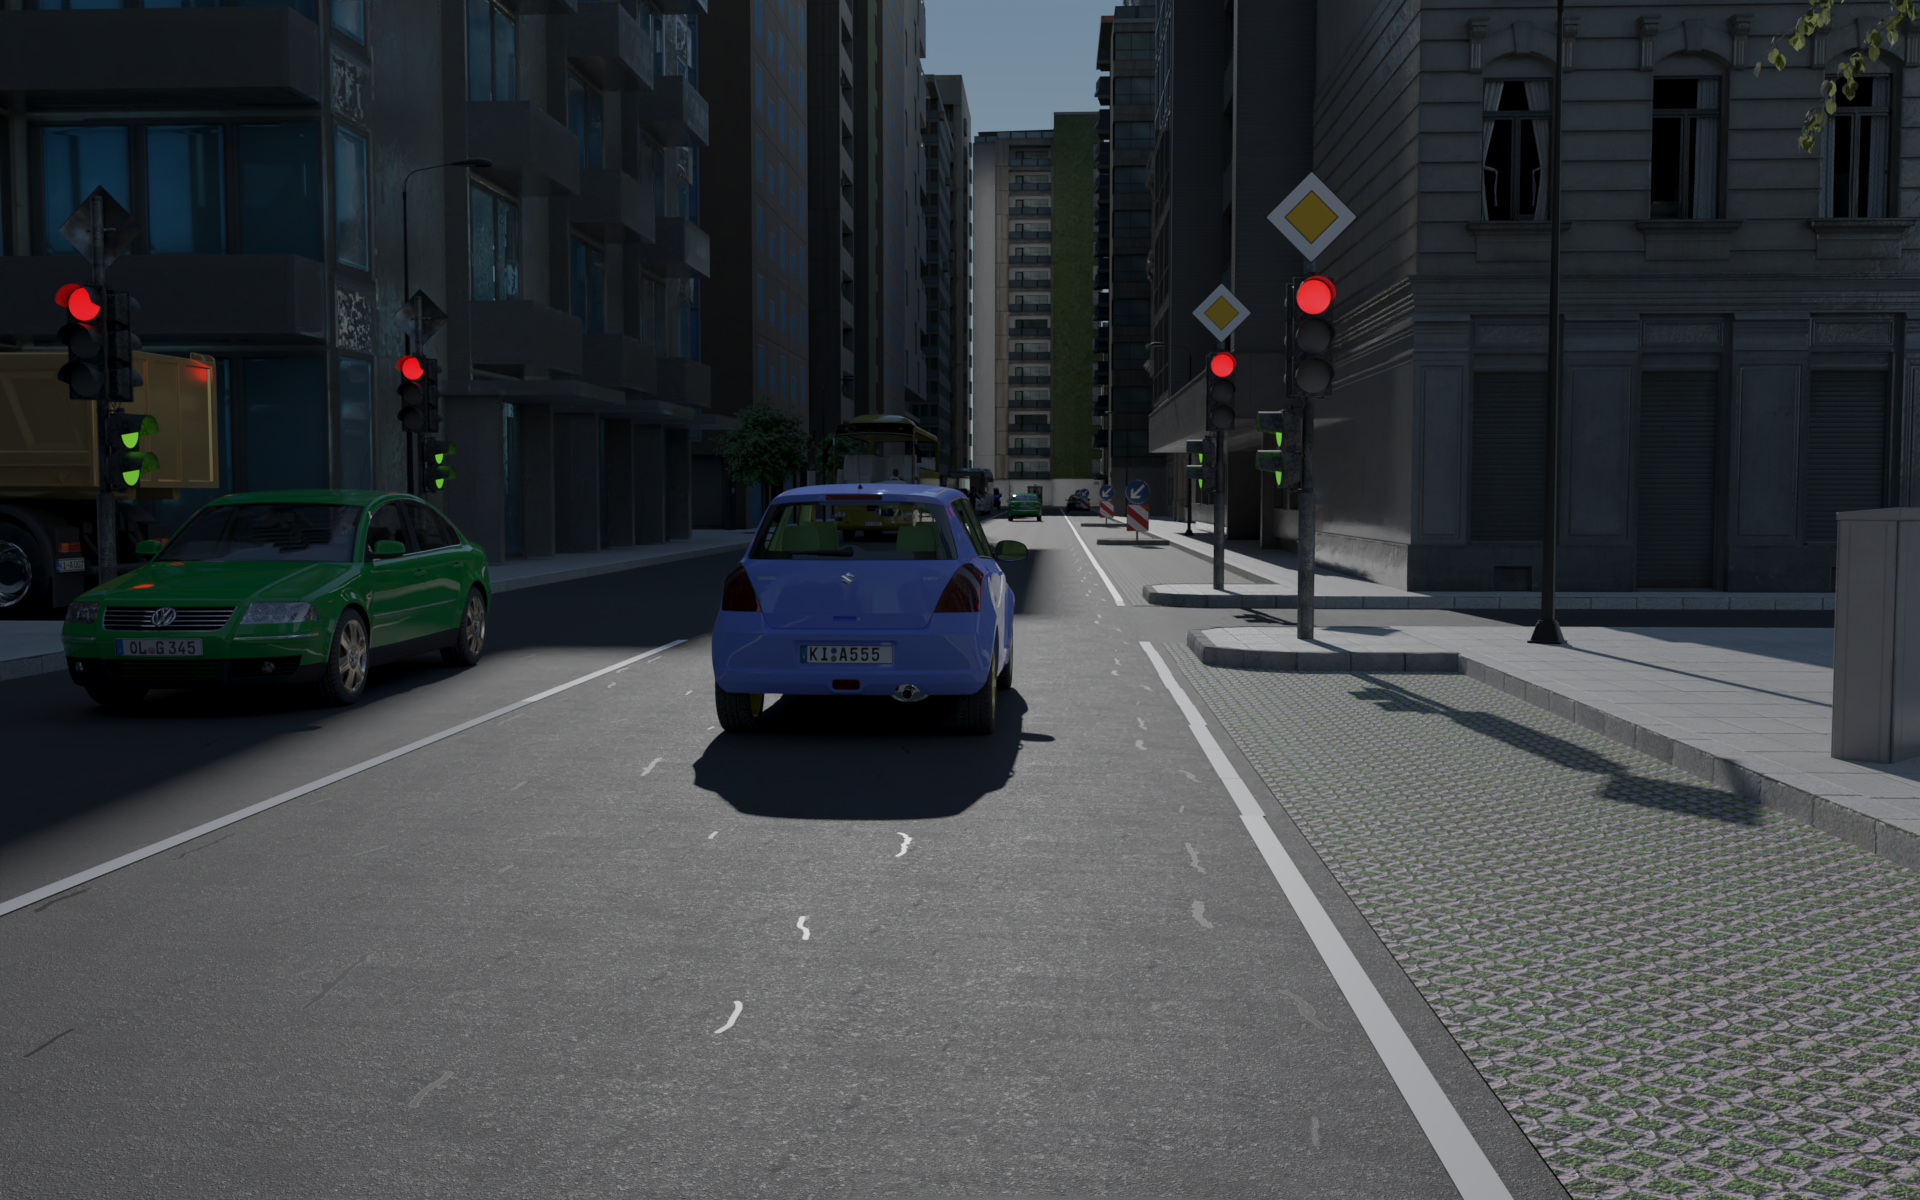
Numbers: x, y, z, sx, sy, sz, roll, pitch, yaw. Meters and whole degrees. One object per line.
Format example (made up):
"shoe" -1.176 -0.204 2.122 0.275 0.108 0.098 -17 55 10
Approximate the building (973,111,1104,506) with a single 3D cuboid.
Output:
"building" 8.444 -30.902 188.849 14.086 41.232 14.154 0 4 3

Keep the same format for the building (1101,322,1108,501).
"building" 30.524 -21.407 195.050 28.899 21.520 27.650 0 4 3

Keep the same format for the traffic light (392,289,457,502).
"traffic light" -7.381 -2.132 23.774 0.839 4.253 0.868 0 4 3

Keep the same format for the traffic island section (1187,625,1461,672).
"traffic island section" 3.084 0.423 15.357 2.009 0.180 2.903 0 4 3

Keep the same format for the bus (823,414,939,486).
"bus" -2.298 -4.004 57.009 2.896 3.916 12.252 0 4 3

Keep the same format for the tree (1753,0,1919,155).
"tree" 4.744 -3.471 7.106 4.360 8.622 3.978 0 3 0

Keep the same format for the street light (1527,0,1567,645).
"street light" 4.527 -2.585 14.799 1.470 5.913 1.316 0 4 3

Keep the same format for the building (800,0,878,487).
"building" -11.994 -19.504 90.592 14.160 30.474 14.107 0 4 3

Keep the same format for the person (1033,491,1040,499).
"person" 6.705 -8.960 155.710 1.217 1.736 0.721 2 4 27

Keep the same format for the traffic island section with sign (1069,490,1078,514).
"traffic island section with sign" 8.878 -7.117 124.982 1.989 1.847 2.006 0 4 3

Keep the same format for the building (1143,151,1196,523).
"building" 15.867 -15.963 80.087 14.460 24.649 34.723 0 4 3

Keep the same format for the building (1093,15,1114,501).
"building" 23.447 -30.817 158.481 22.147 44.769 28.867 0 4 3

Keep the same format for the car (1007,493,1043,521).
"car" 3.458 -5.104 92.251 1.959 1.807 4.718 0 4 2

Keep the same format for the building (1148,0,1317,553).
"building" 13.219 -13.993 47.851 14.314 24.678 30.058 0 4 3

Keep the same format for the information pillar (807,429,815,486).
"information pillar" -5.312 -4.319 61.974 0.183 3.616 0.504 1 4 23

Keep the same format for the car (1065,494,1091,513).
"car" 9.158 -7.616 134.311 2.009 1.686 4.222 0 4 2

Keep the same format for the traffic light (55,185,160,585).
"traffic light" -7.802 -1.644 15.800 0.839 4.253 0.868 0 4 3

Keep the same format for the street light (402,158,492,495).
"street light" -7.157 -3.155 24.118 1.470 5.913 1.316 0 4 3

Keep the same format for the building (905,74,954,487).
"building" -12.805 -28.586 159.262 23.993 40.220 32.217 0 4 3

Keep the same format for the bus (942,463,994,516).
"bus" 0.717 -7.567 118.581 2.948 3.499 13.247 0 4 4

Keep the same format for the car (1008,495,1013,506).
"car" 4.633 -7.372 132.893 2.083 1.381 4.827 0 4 2

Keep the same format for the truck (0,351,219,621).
"truck" -14.015 -1.499 20.433 9.791 3.379 3.469 0 4 5

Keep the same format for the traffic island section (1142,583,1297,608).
"traffic island section" 3.505 -0.064 23.332 2.009 0.180 2.903 0 4 3

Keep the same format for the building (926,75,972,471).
"building" -9.739 -34.835 193.255 21.600 48.544 21.300 0 4 3

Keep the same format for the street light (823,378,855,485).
"street light" -4.900 -5.916 69.271 1.470 5.913 1.316 0 4 3

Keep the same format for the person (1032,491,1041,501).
"person" 6.803 -8.816 153.446 0.742 1.727 0.445 -1 4 -22

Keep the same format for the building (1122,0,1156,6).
"building" 23.371 -31.125 128.502 23.786 49.044 30.456 0 4 3

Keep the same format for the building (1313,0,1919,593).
"building" 15.025 -10.836 26.322 18.267 20.994 9.793 0 4 3

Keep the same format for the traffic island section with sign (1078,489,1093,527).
"traffic island section with sign" 6.286 -4.109 75.804 1.989 1.847 2.006 0 4 3

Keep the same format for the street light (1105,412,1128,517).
"street light" 8.858 -7.646 97.554 1.470 5.913 1.316 0 4 3

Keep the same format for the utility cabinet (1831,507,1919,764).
"utility cabinet" 4.687 0.154 8.638 1.020 1.237 0.306 -3 5 -44

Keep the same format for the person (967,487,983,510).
"person" 0.763 -5.698 101.299 1.348 1.869 0.705 -3 4 -36

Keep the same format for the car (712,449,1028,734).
"car" -0.523 -0.129 11.695 1.945 1.707 3.694 0 4 4

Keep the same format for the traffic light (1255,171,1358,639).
"traffic light" 3.045 -1.610 15.246 0.839 4.253 0.868 0 4 3

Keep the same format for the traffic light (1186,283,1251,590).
"traffic light" 3.466 -2.098 23.220 0.839 4.253 0.868 0 4 3

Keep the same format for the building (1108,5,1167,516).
"building" 16.166 -20.471 106.398 14.160 30.474 14.107 0 4 3

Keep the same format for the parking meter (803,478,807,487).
"parking meter" -5.563 -3.557 63.866 0.399 1.863 0.255 -1 4 -15

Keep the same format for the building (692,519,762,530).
"building" -13.894 -25.565 68.096 14.600 45.320 14.200 0 4 3

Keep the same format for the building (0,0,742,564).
"building" -18.218 -25.583 37.896 23.786 49.044 30.456 0 4 3

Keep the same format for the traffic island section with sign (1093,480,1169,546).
"traffic island section with sign" 4.860 -2.460 48.841 1.989 1.847 2.006 0 4 3

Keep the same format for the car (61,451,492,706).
"car" -4.955 -0.265 13.127 1.959 1.807 4.718 0 4 1

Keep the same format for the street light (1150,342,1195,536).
"street light" 6.508 -4.930 53.151 1.470 5.913 1.316 0 4 3

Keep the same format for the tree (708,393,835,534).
"tree" -6.460 -4.446 56.399 4.285 4.588 4.351 0 3 0

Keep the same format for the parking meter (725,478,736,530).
"parking meter" -8.136 -3.408 61.427 0.255 1.863 0.399 2 4 27

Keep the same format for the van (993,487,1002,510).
"van" 2.691 -9.285 156.191 2.240 2.365 5.245 0 4 2

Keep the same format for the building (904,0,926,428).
"building" -16.618 -32.871 126.675 28.713 52.752 27.495 0 4 3

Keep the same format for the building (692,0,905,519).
"building" -10.889 -27.869 105.764 14.600 45.320 14.200 0 4 3
